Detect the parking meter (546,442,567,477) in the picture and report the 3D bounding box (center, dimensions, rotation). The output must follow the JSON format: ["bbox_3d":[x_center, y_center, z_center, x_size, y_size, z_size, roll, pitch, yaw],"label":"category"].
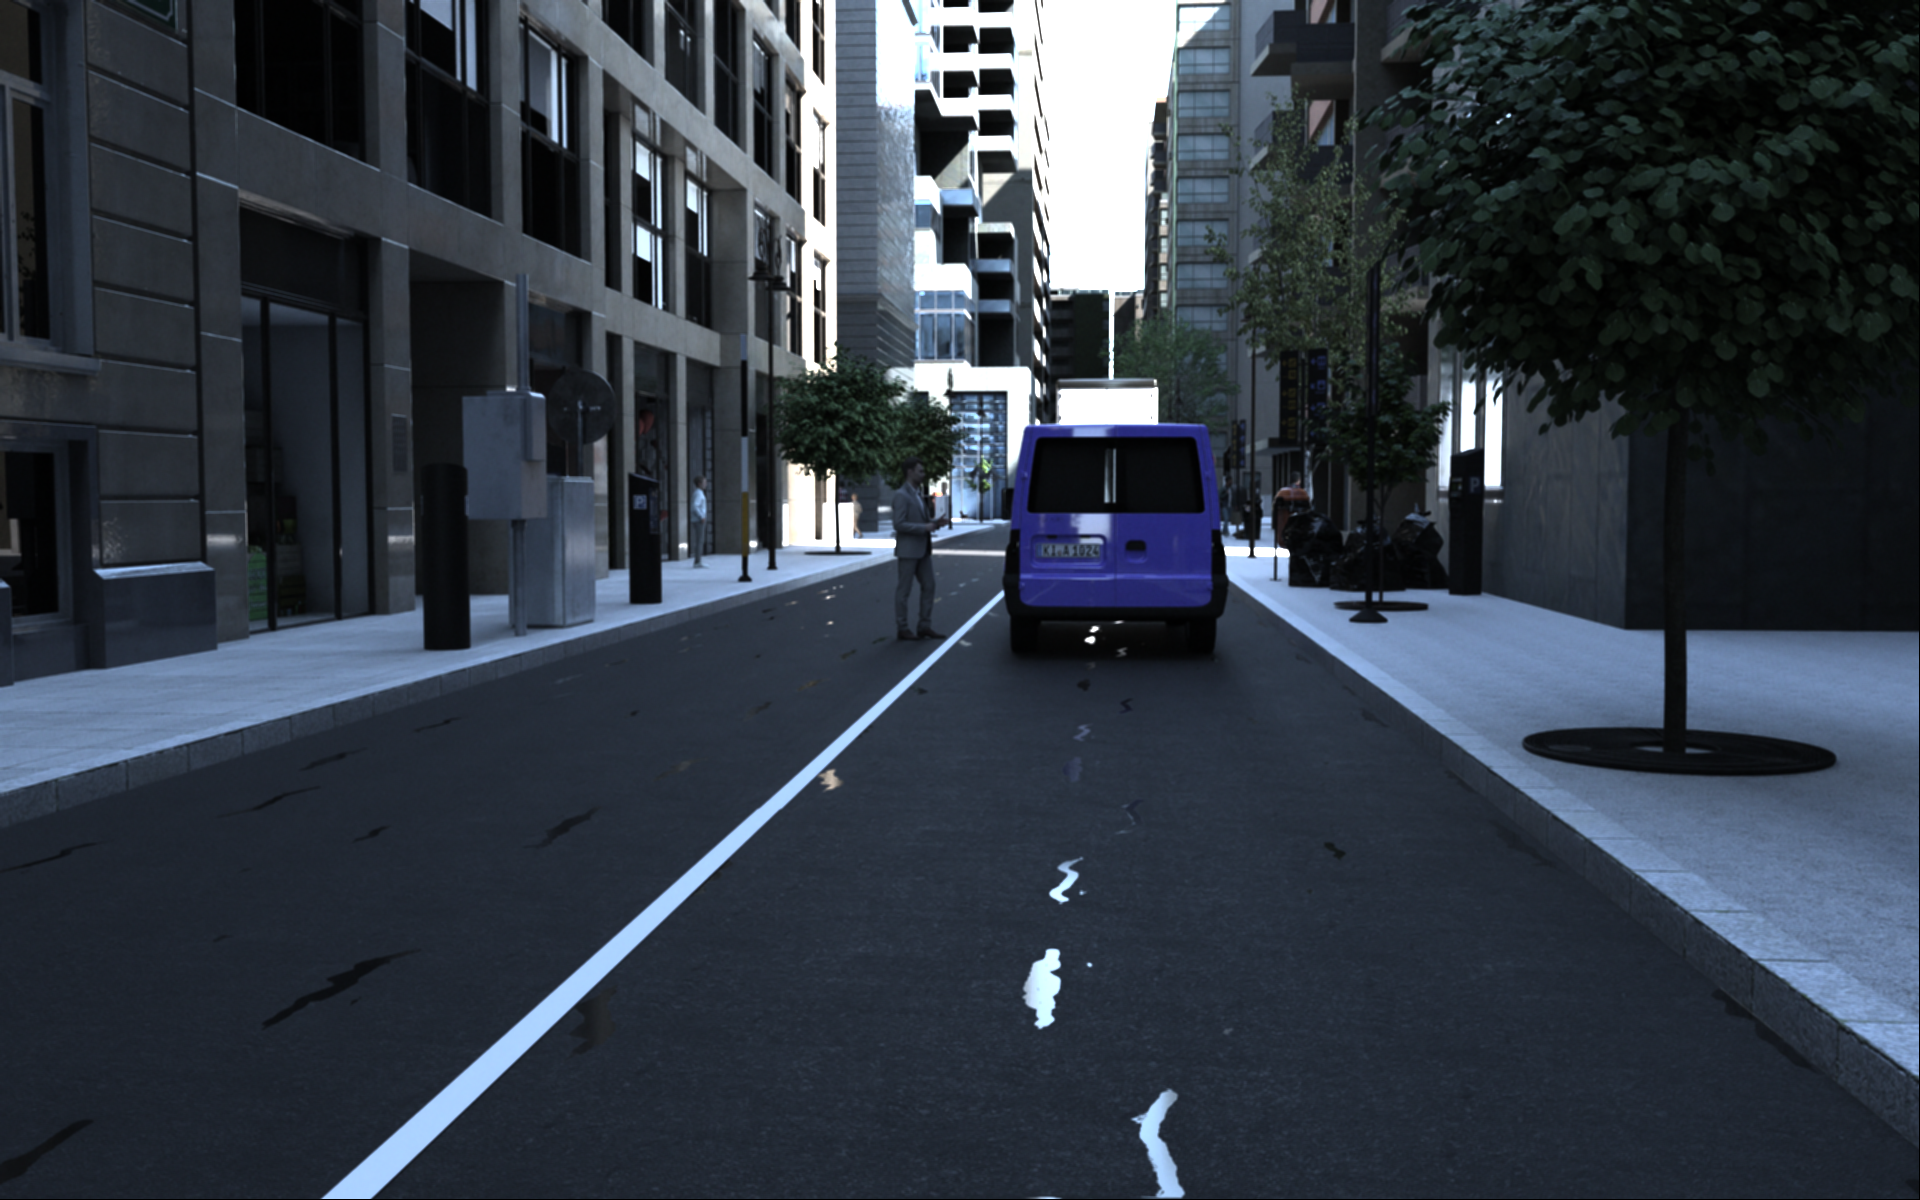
[{"bbox_3d":[-4.409,-0.782,18.491,0.255,1.863,0.399,3,5,45],"label":"parking meter"}]

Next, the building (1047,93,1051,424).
[{"bbox_3d":[-1.026,-34.742,191.740,21.300,48.544,21.600,0,4,5],"label":"building"}]

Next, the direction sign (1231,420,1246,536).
[{"bbox_3d":[8.521,-3.736,53.080,0.379,3.537,0.876,-1,4,-18],"label":"direction sign"}]

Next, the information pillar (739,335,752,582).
[{"bbox_3d":[-3.151,-2.076,25.298,0.183,3.616,0.504,-1,4,-9],"label":"information pillar"}]

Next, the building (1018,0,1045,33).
[{"bbox_3d":[-4.399,-31.399,137.083,21.300,48.544,21.600,0,4,5],"label":"building"}]

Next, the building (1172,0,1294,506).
[{"bbox_3d":[20.469,-26.034,109.258,14.154,41.232,14.086,0,4,5],"label":"building"}]

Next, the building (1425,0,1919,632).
[{"bbox_3d":[16.968,-42.515,7.797,22.319,86.520,31.000,0,4,5],"label":"building"}]

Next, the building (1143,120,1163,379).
[{"bbox_3d":[33.529,-36.095,213.860,21.300,48.544,21.600,0,4,5],"label":"building"}]

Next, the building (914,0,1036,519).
[{"bbox_3d":[-6.382,-48.261,101.731,22.319,86.520,31.000,0,4,5],"label":"building"}]

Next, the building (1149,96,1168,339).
[{"bbox_3d":[31.804,-32.638,188.255,22.147,44.769,28.867,0,4,5],"label":"building"}]

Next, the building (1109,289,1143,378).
[{"bbox_3d":[28.230,-28.782,242.283,14.107,30.474,14.160,0,4,5],"label":"building"}]

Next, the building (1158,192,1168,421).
[{"bbox_3d":[26.086,-24.193,167.257,14.160,30.474,14.107,0,4,5],"label":"building"}]

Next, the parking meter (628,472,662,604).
[{"bbox_3d":[-3.697,-0.729,20.332,0.372,1.533,0.369,0,3,0],"label":"parking meter"}]

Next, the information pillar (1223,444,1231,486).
[{"bbox_3d":[12.589,-5.522,81.640,0.183,3.616,0.504,3,5,41],"label":"information pillar"}]

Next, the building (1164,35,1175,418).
[{"bbox_3d":[29.112,-27.300,138.231,32.217,40.220,23.993,0,4,5],"label":"building"}]

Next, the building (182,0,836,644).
[{"bbox_3d":[-14.477,-13.891,31.633,19.350,26.468,34.151,0,4,5],"label":"building"}]

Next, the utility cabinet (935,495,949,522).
[{"bbox_3d":[-0.818,-4.291,81.324,0.306,1.237,1.020,-2,4,-28],"label":"utility cabinet"}]

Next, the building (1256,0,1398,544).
[{"bbox_3d":[19.898,-24.105,48.746,22.147,44.769,28.867,0,4,5],"label":"building"}]

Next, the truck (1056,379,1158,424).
[{"bbox_3d":[4.166,-3.599,47.763,2.839,4.237,11.283,0,4,6],"label":"truck"}]

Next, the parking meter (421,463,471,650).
[{"bbox_3d":[-4.258,-0.363,14.341,0.372,1.533,0.369,0,3,0],"label":"parking meter"}]

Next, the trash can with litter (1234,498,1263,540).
[{"bbox_3d":[8.045,-2.281,48.674,0.624,1.170,1.055,-2,4,-24],"label":"trash can with litter"}]

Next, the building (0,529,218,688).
[{"bbox_3d":[-13.151,-13.355,4.264,13.634,28.700,20.117,0,4,5],"label":"building"}]

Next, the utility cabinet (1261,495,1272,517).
[{"bbox_3d":[17.229,-5.204,96.253,1.020,1.237,0.306,-2,4,-25],"label":"utility cabinet"}]

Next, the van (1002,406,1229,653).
[{"bbox_3d":[1.481,-0.793,17.357,2.240,2.365,5.245,0,4,3],"label":"van"}]

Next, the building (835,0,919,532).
[{"bbox_3d":[-16.934,-17.519,63.934,29.804,29.767,11.434,0,4,5],"label":"building"}]

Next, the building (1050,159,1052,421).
[{"bbox_3d":[-3.934,-36.499,216.370,30.456,49.044,23.786,0,4,5],"label":"building"}]

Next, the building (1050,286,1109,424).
[{"bbox_3d":[14.202,-28.875,243.808,14.107,30.474,14.160,0,4,5],"label":"building"}]

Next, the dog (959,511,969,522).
[{"bbox_3d":[0.195,-3.806,79.055,0.540,0.507,0.406,1,4,11],"label":"dog"}]

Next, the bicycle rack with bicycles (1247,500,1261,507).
[{"bbox_3d":[16.221,-5.395,101.594,2.925,0.926,2.852,-1,4,-20],"label":"bicycle rack with bicycles"}]

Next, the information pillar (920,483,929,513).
[{"bbox_3d":[-1.214,-3.207,56.923,0.304,2.012,0.304,3,5,44],"label":"information pillar"}]

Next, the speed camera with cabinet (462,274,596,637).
[{"bbox_3d":[-4.055,-1.349,16.385,0.660,3.252,2.038,0,4,6],"label":"speed camera with cabinet"}]

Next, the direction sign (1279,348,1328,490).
[{"bbox_3d":[5.392,-2.156,27.251,0.379,3.537,0.876,-3,5,-44],"label":"direction sign"}]

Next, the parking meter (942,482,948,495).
[{"bbox_3d":[-0.730,-4.766,83.630,0.255,1.863,0.399,1,4,12],"label":"parking meter"}]

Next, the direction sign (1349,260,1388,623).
[{"bbox_3d":[4.106,-1.548,17.301,0.379,3.537,0.876,0,4,7],"label":"direction sign"}]
